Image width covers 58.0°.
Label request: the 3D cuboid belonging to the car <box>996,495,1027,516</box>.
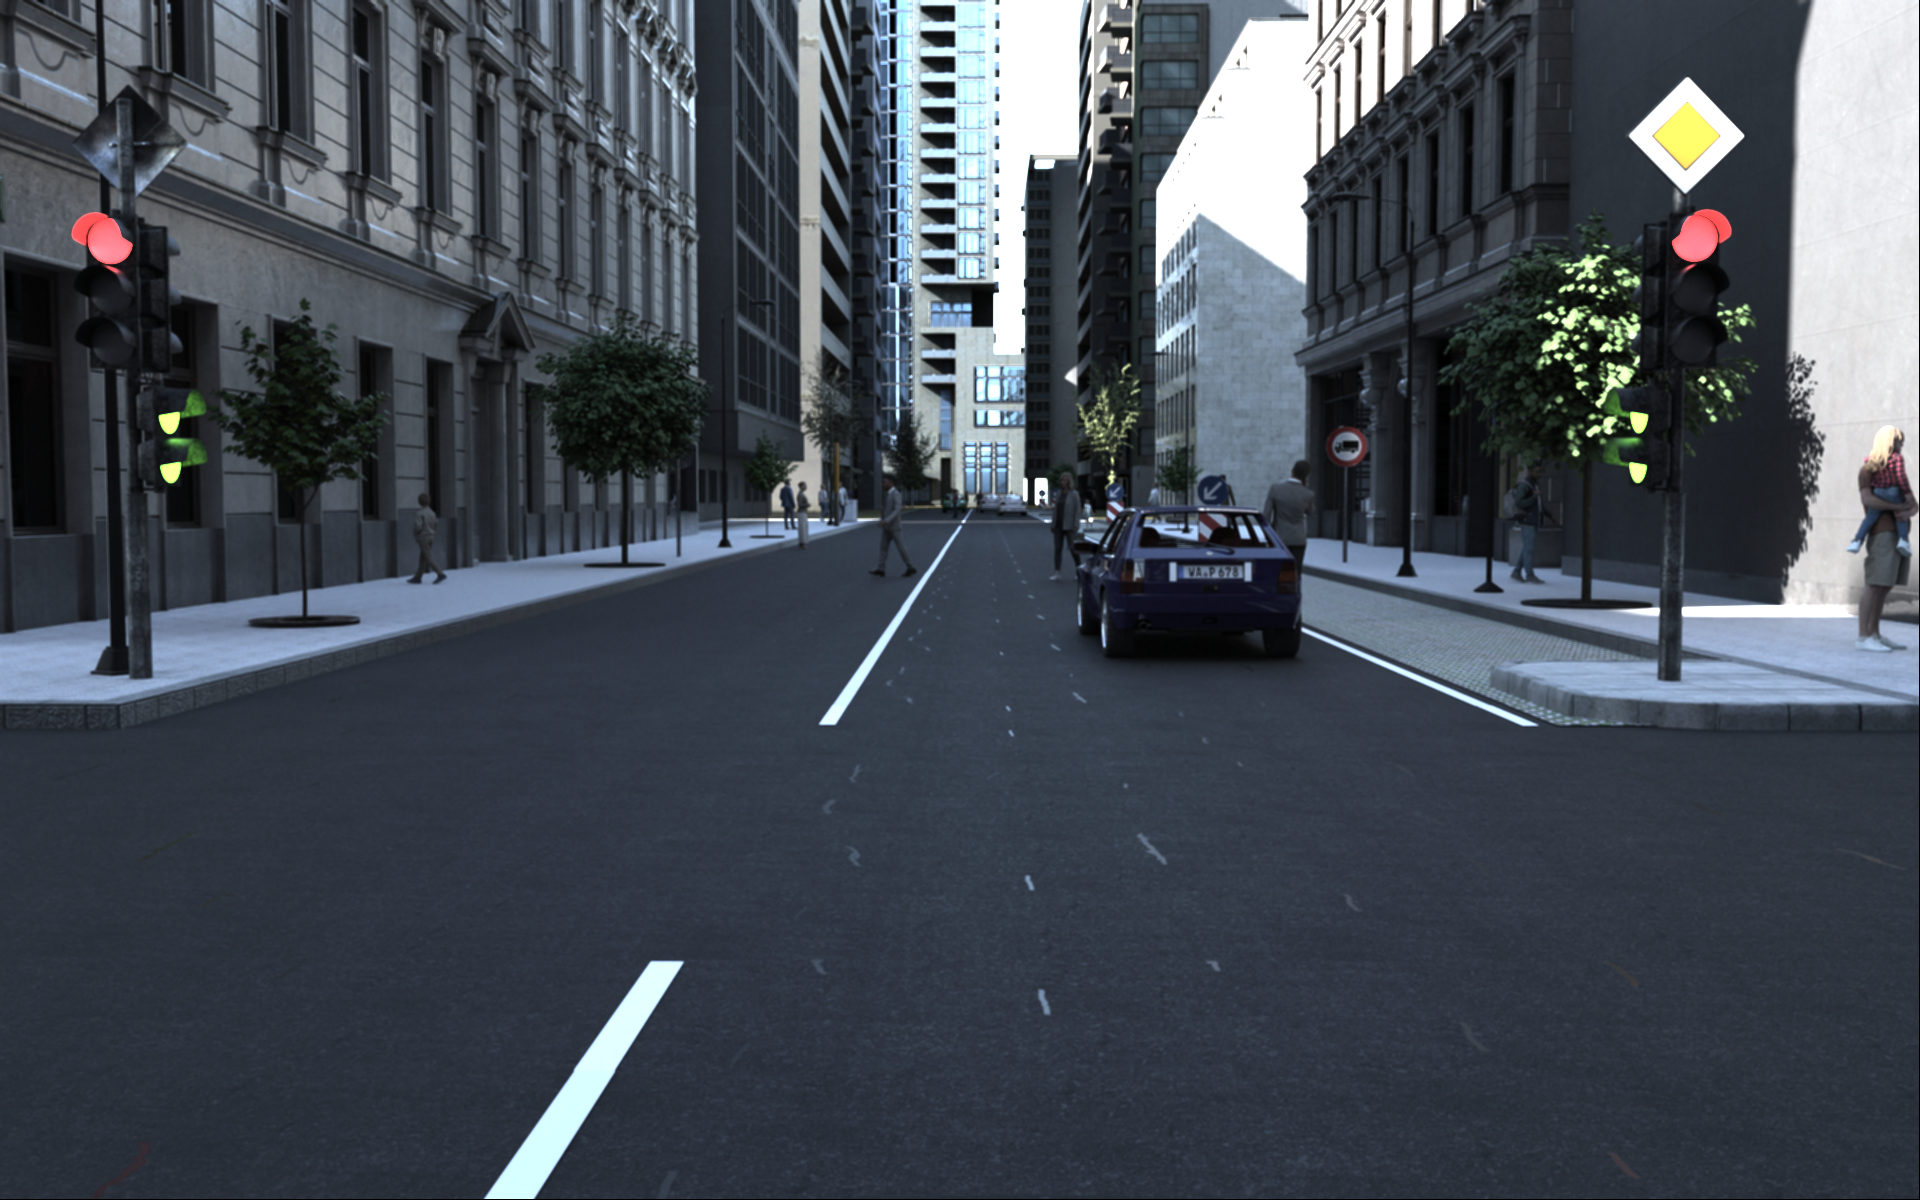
[{"bbox_3d":[3.458,-6.269,114.861,2.083,1.381,4.827,0,4,-1],"label":"car"}]

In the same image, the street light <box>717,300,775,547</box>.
[{"bbox_3d":[-5.129,-4.223,41.587,1.470,5.913,1.316,0,4,1],"label":"street light"}]

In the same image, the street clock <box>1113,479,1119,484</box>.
[{"bbox_3d":[7.402,-4.665,80.846,0.471,2.002,0.358,-2,4,-27],"label":"street clock"}]

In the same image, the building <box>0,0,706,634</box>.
[{"bbox_3d":[-16.403,-15.817,35.022,17.030,29.872,44.131,0,4,1],"label":"building"}]

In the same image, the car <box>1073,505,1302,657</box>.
[{"bbox_3d":[2.093,-0.243,16.555,1.945,1.354,3.894,0,4,-1],"label":"car"}]

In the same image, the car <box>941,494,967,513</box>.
[{"bbox_3d":[-0.422,-7.605,133.141,1.959,1.807,4.718,0,4,2],"label":"car"}]

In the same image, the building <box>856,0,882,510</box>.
[{"bbox_3d":[-21.056,-37.163,149.609,28.212,58.520,21.231,0,4,1],"label":"building"}]

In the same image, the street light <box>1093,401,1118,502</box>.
[{"bbox_3d":[7.284,-6.945,86.086,1.470,5.913,1.316,0,4,1],"label":"street light"}]

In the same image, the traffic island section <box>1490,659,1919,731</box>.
[{"bbox_3d":[4.912,0.632,11.941,2.009,0.180,2.903,0,4,1],"label":"traffic island section"}]

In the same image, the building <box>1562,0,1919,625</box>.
[{"bbox_3d":[21.332,-13.820,19.458,24.014,27.812,14.314,0,4,1],"label":"building"}]

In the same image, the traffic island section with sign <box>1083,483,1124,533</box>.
[{"bbox_3d":[5.585,-3.406,64.318,1.989,1.847,2.006,0,4,1],"label":"traffic island section with sign"}]

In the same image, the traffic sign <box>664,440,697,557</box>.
[{"bbox_3d":[-5.761,-2.159,35.406,0.768,2.556,0.104,0,4,5],"label":"traffic sign"}]

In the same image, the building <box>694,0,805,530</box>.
[{"bbox_3d":[-14.515,-16.858,69.130,14.314,27.812,24.014,0,4,1],"label":"building"}]

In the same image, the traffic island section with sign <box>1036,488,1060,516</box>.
[{"bbox_3d":[6.227,-6.445,114.009,1.989,1.847,2.006,0,4,1],"label":"traffic island section with sign"}]

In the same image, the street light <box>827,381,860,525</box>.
[{"bbox_3d":[-4.776,-6.026,71.074,1.470,5.913,1.316,0,4,1],"label":"street light"}]

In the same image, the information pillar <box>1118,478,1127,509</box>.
[{"bbox_3d":[7.329,-4.491,77.916,0.304,2.012,0.304,-2,4,-24],"label":"information pillar"}]

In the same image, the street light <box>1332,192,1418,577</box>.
[{"bbox_3d":[6.424,-3.321,26.839,1.470,5.913,1.316,0,4,1],"label":"street light"}]

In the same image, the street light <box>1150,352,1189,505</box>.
[{"bbox_3d":[6.885,-5.140,56.588,1.470,5.913,1.316,0,4,1],"label":"street light"}]

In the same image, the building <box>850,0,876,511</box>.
[{"bbox_3d":[-17.575,-28.698,123.831,22.147,44.769,28.867,0,4,1],"label":"building"}]

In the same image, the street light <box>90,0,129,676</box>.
[{"bbox_3d":[-5.480,-2.426,12.206,1.470,5.913,1.316,0,4,1],"label":"street light"}]

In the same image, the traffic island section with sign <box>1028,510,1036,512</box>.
[{"bbox_3d":[6.577,-8.130,141.546,1.989,1.847,2.006,0,4,1],"label":"traffic island section with sign"}]

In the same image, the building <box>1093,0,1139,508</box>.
[{"bbox_3d":[21.303,-28.734,124.427,22.147,44.769,28.867,0,4,1],"label":"building"}]

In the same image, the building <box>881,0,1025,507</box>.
[{"bbox_3d":[-8.850,-53.206,182.589,31.000,86.520,22.319,0,4,1],"label":"building"}]

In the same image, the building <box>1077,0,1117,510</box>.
[{"bbox_3d":[21.384,-32.159,149.499,21.300,48.544,21.600,0,4,1],"label":"building"}]

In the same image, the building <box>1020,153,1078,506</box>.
[{"bbox_3d":[18.702,-30.345,188.025,23.993,40.220,32.217,0,4,1],"label":"building"}]

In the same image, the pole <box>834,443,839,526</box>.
[{"bbox_3d":[-4.898,-4.581,68.740,0.158,3.312,0.155,0,3,0],"label":"pole"}]

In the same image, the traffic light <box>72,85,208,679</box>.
[{"bbox_3d":[-5.689,-1.408,11.946,0.839,4.253,0.868,0,4,1],"label":"traffic light"}]

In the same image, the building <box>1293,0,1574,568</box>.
[{"bbox_3d":[14.472,-12.124,49.138,10.553,20.767,40.483,0,4,1],"label":"building"}]

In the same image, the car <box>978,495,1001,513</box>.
[{"bbox_3d":[2.462,-7.417,133.632,2.083,1.381,4.827,0,3,0],"label":"car"}]

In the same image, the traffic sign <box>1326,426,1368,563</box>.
[{"bbox_3d":[7.219,-1.975,32.403,0.768,2.556,0.104,0,4,3],"label":"traffic sign"}]

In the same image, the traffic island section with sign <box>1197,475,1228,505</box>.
[{"bbox_3d":[5.241,-1.758,37.365,1.989,1.847,2.006,0,4,1],"label":"traffic island section with sign"}]

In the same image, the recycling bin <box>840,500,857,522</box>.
[{"bbox_3d":[-5.221,-4.122,79.945,0.722,1.027,0.722,1,4,13],"label":"recycling bin"}]

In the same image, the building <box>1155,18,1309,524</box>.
[{"bbox_3d":[14.926,-13.677,78.369,10.420,20.320,16.860,0,4,1],"label":"building"}]

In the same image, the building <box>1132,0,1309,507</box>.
[{"bbox_3d":[17.146,-20.256,102.885,14.160,30.474,14.107,0,4,1],"label":"building"}]

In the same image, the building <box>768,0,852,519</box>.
[{"bbox_3d":[-17.603,-28.987,97.643,21.300,48.544,21.600,0,4,1],"label":"building"}]
